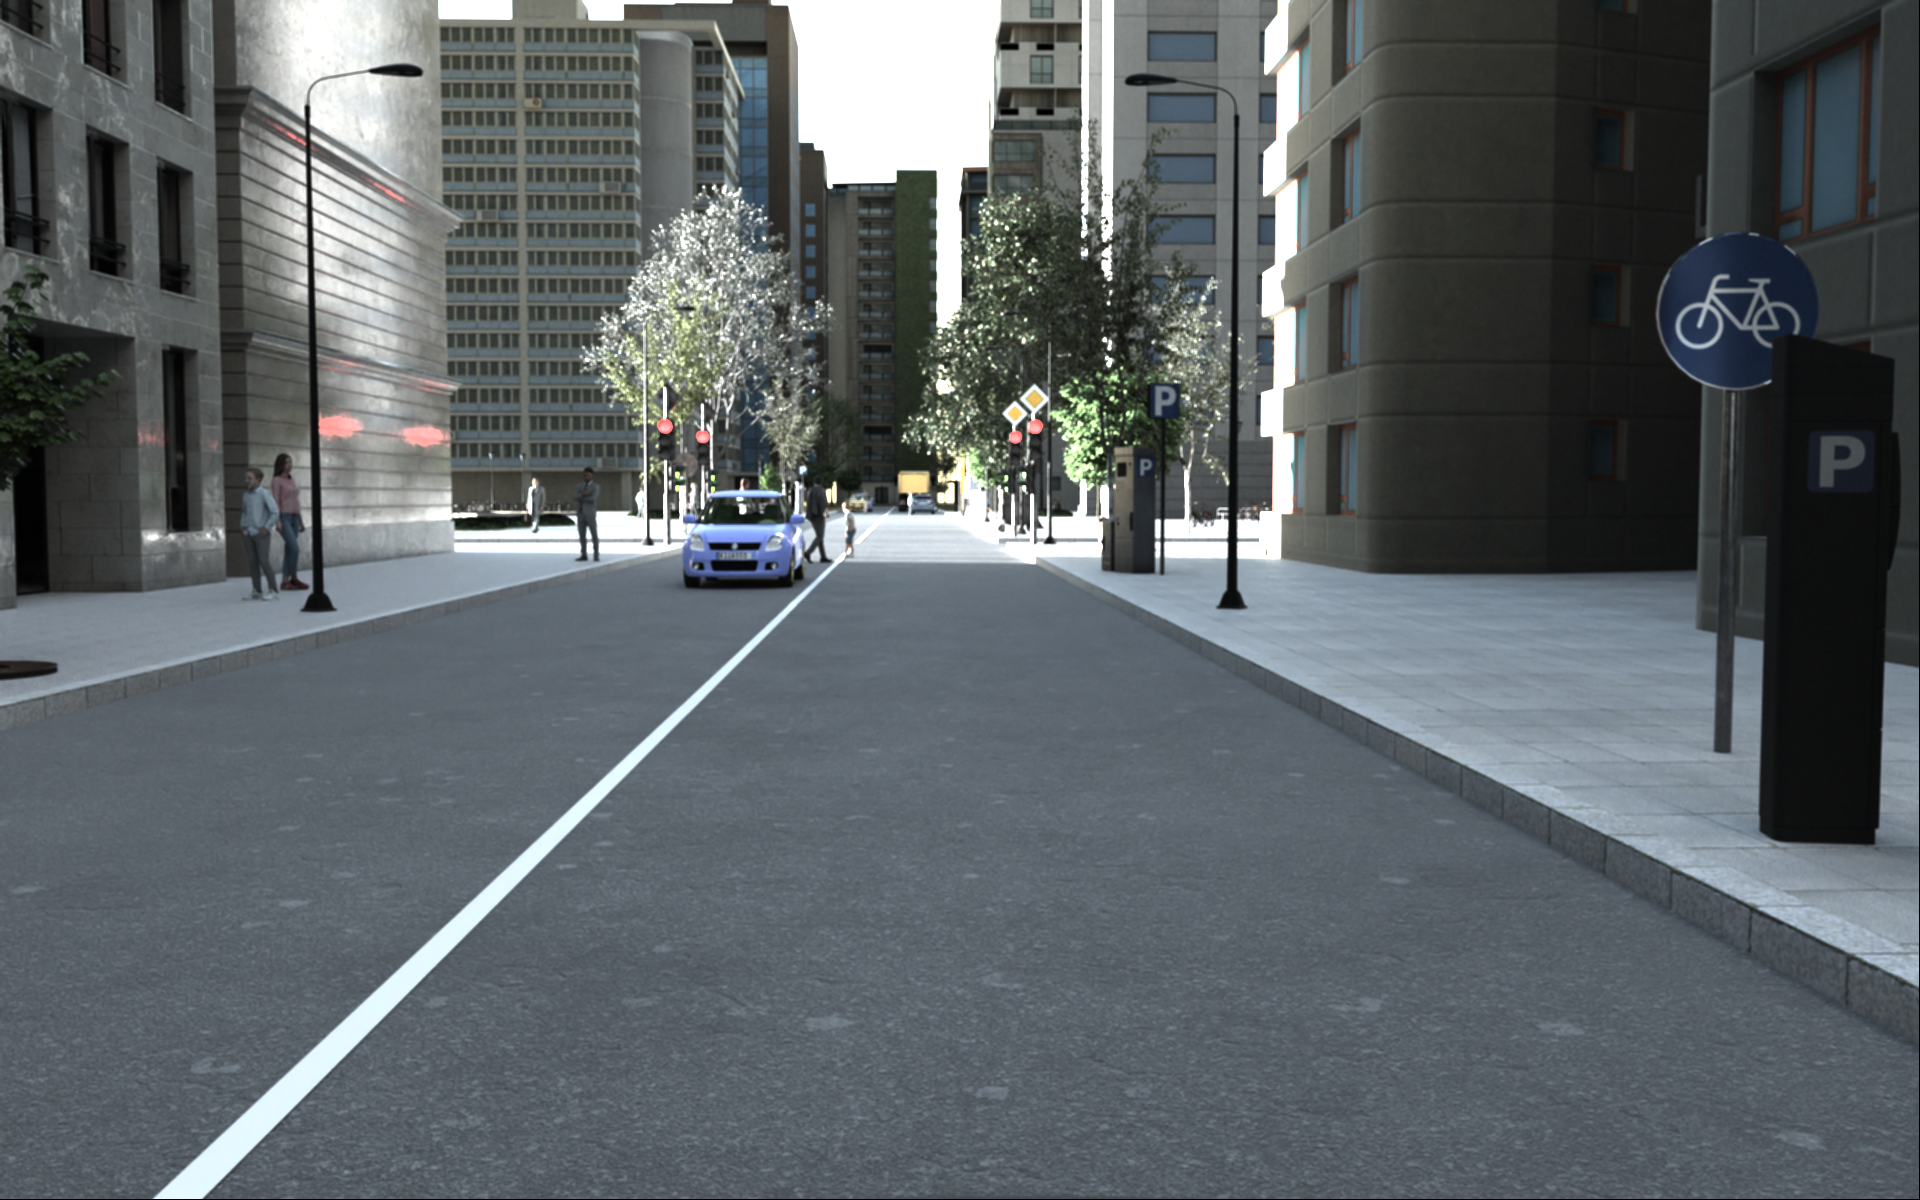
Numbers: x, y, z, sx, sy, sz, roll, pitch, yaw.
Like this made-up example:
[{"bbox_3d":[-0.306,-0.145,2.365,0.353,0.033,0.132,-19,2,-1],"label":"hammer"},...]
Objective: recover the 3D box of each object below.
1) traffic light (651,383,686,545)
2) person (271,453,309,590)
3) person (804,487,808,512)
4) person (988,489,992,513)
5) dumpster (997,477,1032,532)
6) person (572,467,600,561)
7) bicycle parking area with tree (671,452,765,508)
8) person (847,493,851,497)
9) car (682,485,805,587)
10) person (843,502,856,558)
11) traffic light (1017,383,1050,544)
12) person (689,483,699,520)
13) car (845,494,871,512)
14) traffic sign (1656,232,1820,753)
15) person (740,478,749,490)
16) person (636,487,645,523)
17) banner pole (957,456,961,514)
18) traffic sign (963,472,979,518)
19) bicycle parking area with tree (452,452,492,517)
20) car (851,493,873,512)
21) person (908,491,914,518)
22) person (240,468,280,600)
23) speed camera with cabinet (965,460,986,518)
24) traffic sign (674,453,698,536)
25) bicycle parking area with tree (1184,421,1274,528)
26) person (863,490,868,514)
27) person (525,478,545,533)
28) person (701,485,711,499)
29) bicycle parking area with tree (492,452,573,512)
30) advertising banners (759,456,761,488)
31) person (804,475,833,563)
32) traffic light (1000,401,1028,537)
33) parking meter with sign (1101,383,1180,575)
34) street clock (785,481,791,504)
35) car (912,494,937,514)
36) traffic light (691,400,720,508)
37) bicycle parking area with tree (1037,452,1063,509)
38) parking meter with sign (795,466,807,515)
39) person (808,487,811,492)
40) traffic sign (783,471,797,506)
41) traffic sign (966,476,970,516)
[{"bbox_3d":[-7.385,-3.356,43.790,0.839,4.253,0.868,0,4,-2],"label":"traffic light"},{"bbox_3d":[-8.941,-1.039,23.036,0.388,1.821,0.555,0,4,3],"label":"person"},{"bbox_3d":[-10.713,-7.173,123.541,1.509,1.804,0.699,-3,4,-39],"label":"person"},{"bbox_3d":[1.822,-6.531,112.925,0.778,1.811,0.616,2,4,35],"label":"person"},{"bbox_3d":[1.912,-3.225,58.492,1.264,1.857,1.865,0,4,-2],"label":"dumpster"},{"bbox_3d":[-7.171,-1.651,33.223,0.511,1.800,0.466,0,4,1],"label":"person"},{"bbox_3d":[-16.145,-8.162,120.450,8.231,4.147,9.016,-1,4,-15],"label":"bicycle parking area with tree"},{"bbox_3d":[-12.745,-11.751,201.402,0.991,1.433,0.599,0,4,-4],"label":"person"},{"bbox_3d":[-3.430,-1.115,27.816,1.945,1.707,3.694,0,4,-1],"label":"car"},{"bbox_3d":[-2.511,-1.585,39.093,0.352,1.250,0.332,2,4,28],"label":"person"},{"bbox_3d":[1.872,-3.374,44.084,0.839,4.253,0.868,0,4,-2],"label":"traffic light"},{"bbox_3d":[-12.224,-4.469,79.290,0.526,1.800,0.537,-1,4,-16],"label":"person"},{"bbox_3d":[-8.016,-7.730,136.611,2.015,1.641,3.980,0,4,-2],"label":"car"},{"bbox_3d":[3.792,-0.515,8.534,0.768,2.556,0.104,0,4,6],"label":"traffic sign"},{"bbox_3d":[-4.811,-1.878,39.482,0.520,1.790,0.573,3,4,36],"label":"person"},{"bbox_3d":[-14.222,-4.265,77.590,0.589,1.601,0.330,2,4,33],"label":"person"},{"bbox_3d":[0.068,-7.519,112.956,0.401,3.779,0.863,2,4,24],"label":"banner pole"},{"bbox_3d":[0.583,-5.775,94.423,0.884,2.594,0.081,0,4,1],"label":"traffic sign"},{"bbox_3d":[-24.048,-4.779,65.139,8.231,4.147,9.016,2,4,33],"label":"bicycle parking area with tree"},{"bbox_3d":[-8.056,-8.089,141.849,1.945,1.707,3.694,0,4,-2],"label":"car"},{"bbox_3d":[-2.964,-5.784,104.881,0.330,1.601,0.589,1,4,17],"label":"person"},{"bbox_3d":[-8.541,-0.806,21.037,0.589,1.601,0.330,2,4,34],"label":"person"},{"bbox_3d":[0.873,-6.041,93.110,0.660,3.252,2.038,-1,4,-21],"label":"speed camera with cabinet"},{"bbox_3d":[-8.424,-3.247,53.191,0.768,2.556,0.104,0,4,5],"label":"traffic sign"},{"bbox_3d":[13.214,-4.908,67.252,8.231,4.147,9.016,3,4,37],"label":"bicycle parking area with tree"},{"bbox_3d":[-6.832,-7.077,124.759,0.362,1.759,0.519,0,4,2],"label":"person"},{"bbox_3d":[-14.012,-3.115,57.069,0.694,1.812,0.767,1,4,18],"label":"person"},{"bbox_3d":[-15.906,-6.258,108.459,0.679,1.850,0.850,0,4,-4],"label":"person"},{"bbox_3d":[-31.533,-8.221,121.411,9.016,4.147,8.231,1,4,22],"label":"bicycle parking area with tree"},{"bbox_3d":[-9.232,-5.071,79.096,0.090,3.025,2.074,0,4,1],"label":"advertising banners"},{"bbox_3d":[-2.950,-1.679,36.051,0.850,1.850,0.679,-3,5,-42],"label":"person"},{"bbox_3d":[1.631,-3.862,52.066,0.839,4.253,0.868,0,4,-2],"label":"traffic light"},{"bbox_3d":[2.866,-1.954,28.203,0.543,3.016,1.738,-2,4,-25],"label":"parking meter with sign"},{"bbox_3d":[-9.240,-5.417,93.139,0.358,2.002,0.471,0,4,2],"label":"street clock"},{"bbox_3d":[-2.665,-6.878,124.459,2.014,1.417,4.499,0,4,-1],"label":"car"},{"bbox_3d":[-7.625,-3.844,51.772,0.839,4.253,0.868,0,4,-2],"label":"traffic light"},{"bbox_3d":[8.295,-8.098,119.406,8.231,4.147,9.016,1,4,18],"label":"bicycle parking area with tree"},{"bbox_3d":[-9.969,-6.843,108.144,0.543,3.016,1.738,-1,4,-17],"label":"parking meter with sign"},{"bbox_3d":[-10.968,-7.327,126.014,0.511,1.800,0.466,2,4,27],"label":"person"},{"bbox_3d":[-9.215,-5.742,93.993,0.768,2.556,0.104,0,4,3],"label":"traffic sign"},{"bbox_3d":[0.542,-6.086,99.510,0.884,2.594,0.081,0,4,3],"label":"traffic sign"}]
